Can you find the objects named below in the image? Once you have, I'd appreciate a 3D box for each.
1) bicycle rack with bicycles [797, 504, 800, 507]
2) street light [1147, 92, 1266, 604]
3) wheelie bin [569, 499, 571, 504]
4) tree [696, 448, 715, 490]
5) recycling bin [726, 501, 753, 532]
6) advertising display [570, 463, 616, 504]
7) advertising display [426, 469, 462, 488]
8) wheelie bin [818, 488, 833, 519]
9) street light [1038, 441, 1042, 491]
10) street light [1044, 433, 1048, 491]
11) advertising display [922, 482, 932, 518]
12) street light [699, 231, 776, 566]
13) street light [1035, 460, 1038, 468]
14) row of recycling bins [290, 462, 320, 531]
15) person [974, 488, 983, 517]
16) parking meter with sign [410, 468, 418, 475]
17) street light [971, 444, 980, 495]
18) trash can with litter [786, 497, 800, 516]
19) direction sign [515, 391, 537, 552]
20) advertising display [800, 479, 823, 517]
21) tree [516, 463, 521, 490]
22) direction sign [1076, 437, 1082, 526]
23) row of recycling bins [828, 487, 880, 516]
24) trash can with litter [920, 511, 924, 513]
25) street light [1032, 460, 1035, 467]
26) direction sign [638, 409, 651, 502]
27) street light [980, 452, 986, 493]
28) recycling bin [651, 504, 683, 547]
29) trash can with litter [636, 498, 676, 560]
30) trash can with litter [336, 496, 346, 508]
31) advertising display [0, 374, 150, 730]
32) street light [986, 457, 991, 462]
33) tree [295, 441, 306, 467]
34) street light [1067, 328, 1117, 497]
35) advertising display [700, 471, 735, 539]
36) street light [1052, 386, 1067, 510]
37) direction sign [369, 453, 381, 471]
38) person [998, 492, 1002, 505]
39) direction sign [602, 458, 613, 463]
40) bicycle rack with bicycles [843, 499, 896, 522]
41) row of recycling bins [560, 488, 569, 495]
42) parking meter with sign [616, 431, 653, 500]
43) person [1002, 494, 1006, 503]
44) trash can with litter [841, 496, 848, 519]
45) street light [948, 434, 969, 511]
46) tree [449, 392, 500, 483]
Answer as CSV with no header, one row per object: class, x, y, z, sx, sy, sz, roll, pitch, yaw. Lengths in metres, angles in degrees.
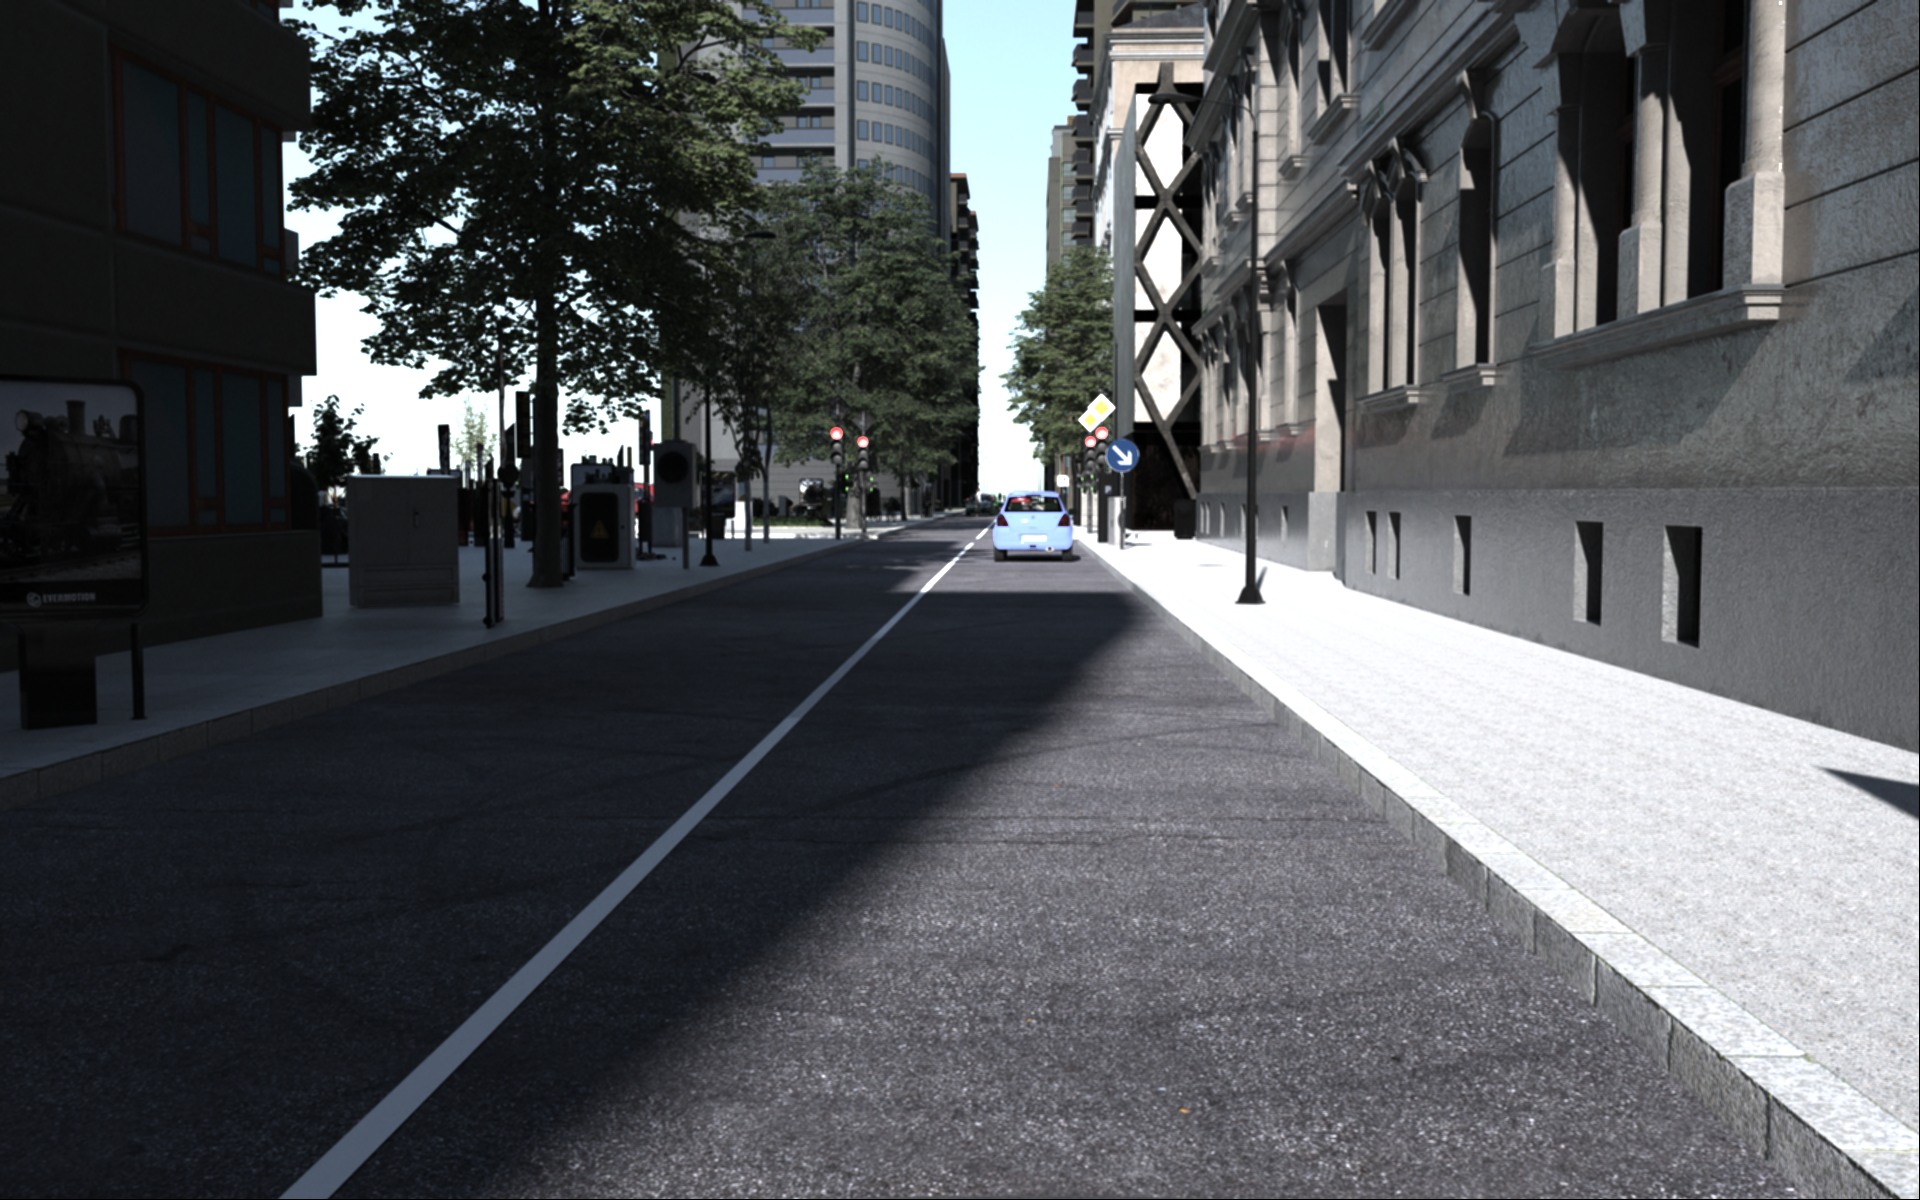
bicycle rack with bicycles,-9.255,-6.150,113.936,2.852,0.926,2.925,3,5,42
street light,2.869,-2.914,20.178,1.470,5.913,1.316,0,4,2
wheelie bin,-9.035,-2.090,42.081,0.980,1.594,0.693,0,4,-1
tree,-16.670,-7.436,105.299,4.285,4.588,4.351,0,3,0
recycling bin,-7.515,-2.837,58.941,0.722,1.027,0.722,-2,4,-27
advertising display,-7.611,-1.881,35.971,0.974,1.923,0.123,1,4,14
advertising display,-13.218,-2.399,44.444,0.123,1.923,0.974,3,5,41
wheelie bin,-6.878,-4.864,87.427,0.693,1.594,0.980,1,4,22
street light,6.845,-9.696,131.075,1.470,5.913,1.316,0,4,2
street light,5.768,-7.973,102.892,1.470,5.913,1.316,0,4,2
advertising display,-1.822,-5.431,94.012,0.123,1.923,0.974,2,4,29
street light,-3.951,-3.564,30.810,1.470,5.913,1.316,0,4,2
street light,7.540,-10.962,151.776,1.470,5.913,1.316,0,4,2
row of recycling bins,-9.913,-0.908,21.957,3.534,1.692,1.069,0,4,-3
person,1.178,-6.077,108.092,0.641,1.798,0.478,0,4,-5
parking meter with sign,-36.362,-7.366,116.696,0.543,3.016,1.738,1,4,11
street light,0.862,-11.573,161.751,1.470,5.913,1.316,0,4,2
trash can with litter,-8.541,-4.680,87.907,1.055,1.170,0.624,-1,4,-19
direction sign,-9.405,-2.832,38.302,0.876,3.537,0.379,-3,5,-43
advertising display,-6.165,-4.080,71.922,0.974,1.923,0.123,0,4,1
tree,-25.098,-6.418,99.536,1.663,3.219,1.824,0,3,0
direction sign,4.858,-4.729,69.311,0.379,3.537,0.876,0,4,5
row of recycling bins,-6.232,-5.806,102.045,3.534,1.692,1.069,-3,4,-37
trash can with litter,-3.084,-6.552,118.177,2.233,1.210,1.678,-2,4,-24
street light,9.592,-14.408,208.117,1.470,5.913,1.316,0,4,2
direction sign,-8.478,-3.340,46.605,0.379,3.537,0.876,-2,4,-29
street light,1.848,-13.340,190.649,1.470,5.913,1.316,0,4,2
recycling bin,-7.156,-1.809,42.124,0.722,1.027,0.722,1,4,9
trash can with litter,-6.394,-1.394,33.844,1.678,1.210,2.233,1,4,10
trash can with litter,-28.764,-4.215,79.979,2.233,1.210,1.678,2,4,29
advertising display,-4.975,-0.263,9.510,0.123,1.923,0.974,3,5,43
street light,2.758,-14.927,216.598,1.470,5.913,1.316,0,4,2
tree,-35.231,-6.452,89.209,4.285,4.588,4.351,0,3,0
street light,3.825,-4.647,48.519,1.470,5.913,1.316,0,4,2
advertising display,-6.874,-2.688,49.168,0.974,1.923,0.123,-1,4,-15
street light,4.782,-6.217,74.197,1.470,5.913,1.316,0,4,2
direction sign,-32.339,-6.310,95.165,0.876,3.537,0.379,-2,4,-24
person,5.348,-13.606,231.876,0.541,1.710,0.530,-1,4,-16
direction sign,-21.911,-7.081,107.775,0.876,3.537,0.379,2,4,29
bicycle rack with bicycles,-4.241,-4.024,79.180,2.852,0.926,2.925,-1,4,-11
row of recycling bins,-24.392,-6.403,111.796,3.534,1.692,1.069,1,4,19
parking meter with sign,-9.408,-3.163,47.971,1.738,3.016,0.543,1,4,11
person,6.985,-15.945,272.457,1.065,1.426,0.557,3,5,43
trash can with litter,-5.836,-4.769,89.366,0.624,1.170,1.055,-2,4,-35
street light,-0.225,-9.837,133.378,1.470,5.913,1.316,0,4,2
tree,-34.324,-10.530,122.531,4.737,8.622,4.395,0,3,0
